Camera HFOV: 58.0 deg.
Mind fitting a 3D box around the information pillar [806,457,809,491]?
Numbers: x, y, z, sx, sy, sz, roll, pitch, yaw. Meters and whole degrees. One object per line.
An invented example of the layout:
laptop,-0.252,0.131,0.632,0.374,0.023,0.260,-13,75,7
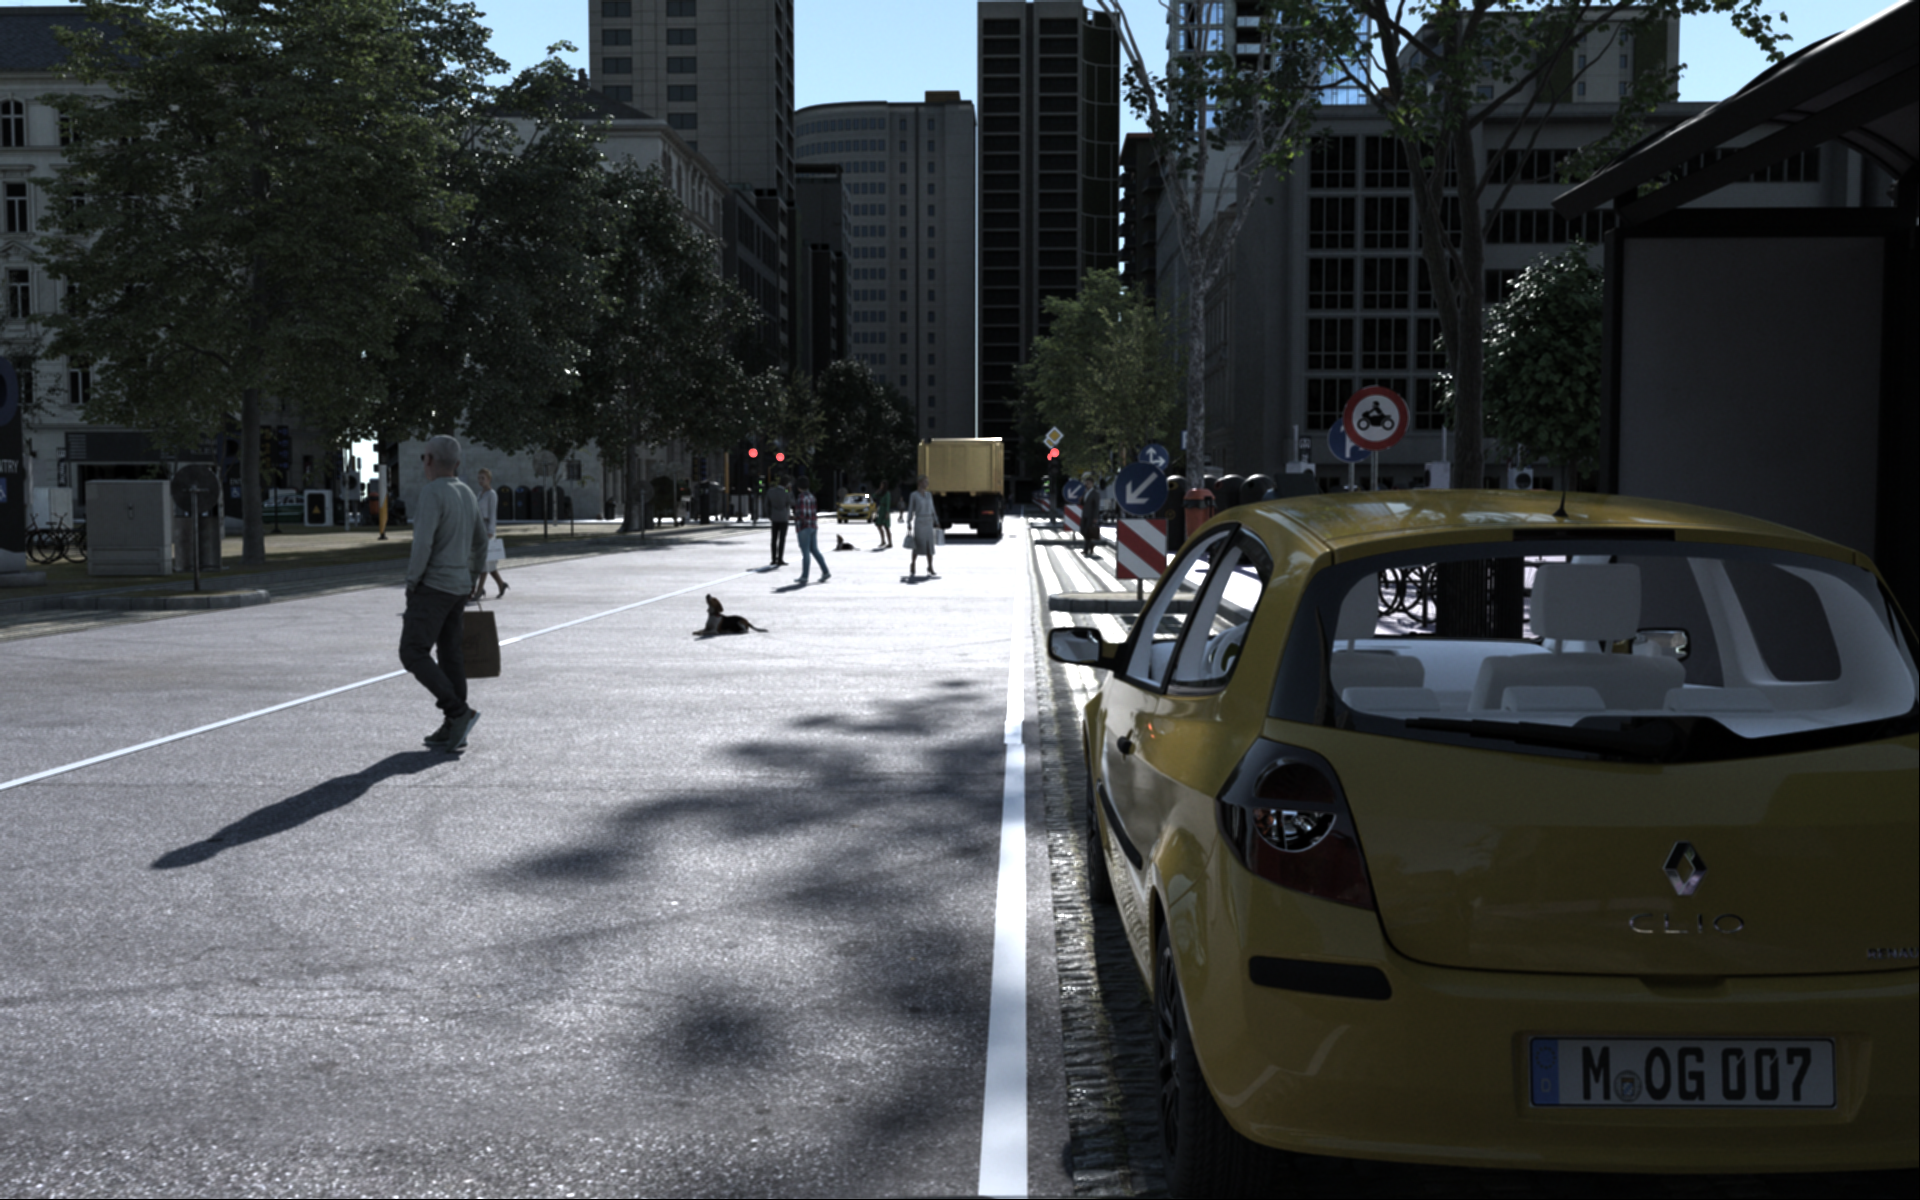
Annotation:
information pillar,-9.717,-7.268,110.193,0.183,3.616,0.504,0,4,5

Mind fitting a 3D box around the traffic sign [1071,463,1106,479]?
traffic sign,8.361,-7.262,112.602,2.265,3.308,0.079,0,4,8

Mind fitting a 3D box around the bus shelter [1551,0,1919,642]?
bus shelter,4.094,-0.777,6.633,2.014,3.302,5.546,0,4,2

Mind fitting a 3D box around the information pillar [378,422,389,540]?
information pillar,-16.246,-3.509,48.721,0.183,3.616,0.504,0,4,-1

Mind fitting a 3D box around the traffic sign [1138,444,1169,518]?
traffic sign,4.897,-2.675,43.839,0.768,2.556,0.104,0,4,7

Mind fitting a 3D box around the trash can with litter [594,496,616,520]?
trash can with litter,-17.444,-4.511,85.141,1.055,1.170,0.624,-1,4,-17

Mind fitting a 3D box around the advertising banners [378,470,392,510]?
advertising banners,-42.643,-8.115,128.867,0.090,3.025,2.074,1,4,16

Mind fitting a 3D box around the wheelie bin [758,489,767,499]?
wheelie bin,-12.752,-6.441,113.221,0.693,1.594,0.980,2,4,27

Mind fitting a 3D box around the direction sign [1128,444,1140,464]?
direction sign,7.899,-5.302,78.690,0.379,3.537,0.876,-2,4,-31

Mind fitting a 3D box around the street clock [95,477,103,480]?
street clock,-36.322,-4.192,73.107,0.358,2.002,0.471,-3,4,-37

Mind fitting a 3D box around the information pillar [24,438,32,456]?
information pillar,-38.856,-4.945,72.201,0.504,3.616,0.183,1,4,19

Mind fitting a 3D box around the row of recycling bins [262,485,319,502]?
row of recycling bins,-32.644,-4.667,83.421,3.534,1.692,1.069,-3,5,-41

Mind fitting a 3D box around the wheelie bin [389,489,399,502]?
wheelie bin,-34.645,-6.034,106.562,0.693,1.594,0.980,3,5,41

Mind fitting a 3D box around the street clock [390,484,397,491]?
street clock,-40.043,-7.211,122.466,0.471,2.002,0.358,-2,4,-25

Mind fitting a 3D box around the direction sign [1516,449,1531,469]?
direction sign,27.625,-5.684,84.924,0.876,3.537,0.379,-1,4,-20

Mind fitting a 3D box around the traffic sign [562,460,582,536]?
traffic sign,-11.717,-3.067,52.277,0.606,2.300,0.079,0,4,6

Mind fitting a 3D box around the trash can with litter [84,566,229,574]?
trash can with litter,-13.379,-1.089,28.867,2.233,1.210,1.678,-2,4,-28

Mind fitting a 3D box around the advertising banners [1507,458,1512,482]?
advertising banners,26.006,-5.179,80.859,0.090,3.025,2.074,-1,4,-10

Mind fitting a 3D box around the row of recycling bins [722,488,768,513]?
row of recycling bins,-14.835,-6.716,116.926,3.534,1.692,1.069,-2,4,-35

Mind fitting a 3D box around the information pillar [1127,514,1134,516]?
information pillar,7.121,-4.122,71.881,0.304,2.012,0.304,-1,4,-11

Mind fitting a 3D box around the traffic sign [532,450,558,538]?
traffic sign,-11.985,-3.054,50.037,0.768,2.556,0.104,0,4,8

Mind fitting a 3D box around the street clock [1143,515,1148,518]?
street clock,4.945,-2.563,46.475,0.358,2.002,0.471,0,4,6

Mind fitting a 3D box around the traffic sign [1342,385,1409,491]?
traffic sign,4.876,-1.241,20.392,0.768,2.556,0.104,0,4,6

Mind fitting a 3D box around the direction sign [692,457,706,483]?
direction sign,-16.090,-7.029,106.914,0.876,3.537,0.379,-1,4,-22

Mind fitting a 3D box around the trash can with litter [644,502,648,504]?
trash can with litter,-15.426,-4.488,84.766,0.624,1.170,1.055,-2,4,-27

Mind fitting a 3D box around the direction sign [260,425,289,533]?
direction sign,-22.592,-3.985,57.146,0.876,3.537,0.379,-1,4,-13

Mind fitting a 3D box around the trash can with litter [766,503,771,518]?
trash can with litter,-9.755,-4.893,91.389,1.055,1.170,0.624,1,4,23

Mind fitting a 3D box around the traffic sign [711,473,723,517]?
traffic sign,-11.937,-5.080,85.188,0.606,2.300,0.079,0,4,6

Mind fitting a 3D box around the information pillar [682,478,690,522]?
information pillar,-12.804,-4.675,80.927,0.304,2.012,0.304,-2,4,-24

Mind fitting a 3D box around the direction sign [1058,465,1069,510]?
direction sign,8.114,-8.806,135.975,0.876,3.537,0.379,-1,4,-20

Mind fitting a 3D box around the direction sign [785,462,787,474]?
direction sign,-12.270,-7.938,121.789,0.379,3.537,0.876,1,4,9

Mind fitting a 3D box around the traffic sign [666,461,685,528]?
traffic sign,-10.920,-4.052,66.359,0.768,2.556,0.104,1,4,11

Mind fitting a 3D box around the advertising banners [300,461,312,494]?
advertising banners,-35.369,-5.891,92.504,0.090,3.025,2.074,2,4,26

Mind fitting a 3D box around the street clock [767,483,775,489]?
street clock,-11.950,-6.409,109.363,0.471,2.002,0.358,-1,4,-15

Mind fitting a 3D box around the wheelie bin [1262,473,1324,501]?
wheelie bin,4.987,-1.110,26.060,0.980,1.594,0.693,-1,4,-13

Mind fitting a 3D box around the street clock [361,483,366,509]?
street clock,-37.697,-6.406,109.306,0.358,2.002,0.471,0,4,2

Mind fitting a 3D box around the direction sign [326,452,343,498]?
direction sign,-33.469,-6.159,92.701,0.876,3.537,0.379,0,4,2

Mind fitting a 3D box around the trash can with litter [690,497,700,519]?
trash can with litter,-13.589,-4.673,87.798,0.624,1.170,1.055,1,4,18

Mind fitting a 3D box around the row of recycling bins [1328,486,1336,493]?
row of recycling bins,18.641,-4.737,84.561,1.069,1.692,3.534,1,4,20

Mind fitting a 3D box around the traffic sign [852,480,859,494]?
traffic sign,-9.386,-9.394,153.697,0.768,2.556,0.104,0,4,4

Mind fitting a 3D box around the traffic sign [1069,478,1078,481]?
traffic sign,7.002,-6.395,106.689,0.606,2.300,0.079,0,4,2

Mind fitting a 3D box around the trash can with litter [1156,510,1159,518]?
trash can with litter,7.095,-3.198,63.347,1.678,1.210,2.233,1,4,22

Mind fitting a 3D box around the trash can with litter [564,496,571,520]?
trash can with litter,-19.673,-4.603,86.653,0.624,1.170,1.055,-1,4,-9

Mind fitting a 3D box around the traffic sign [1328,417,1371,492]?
traffic sign,6.308,-1.702,27.936,0.768,2.556,0.104,1,4,8

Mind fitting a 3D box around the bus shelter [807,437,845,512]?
bus shelter,-9.861,-9.050,125.597,2.179,5.291,8.768,0,4,2

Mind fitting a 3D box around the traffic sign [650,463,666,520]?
traffic sign,-12.199,-4.281,70.098,0.768,2.556,0.104,1,4,9

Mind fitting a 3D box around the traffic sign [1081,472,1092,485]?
traffic sign,7.237,-6.000,98.202,0.768,2.556,0.104,0,4,8

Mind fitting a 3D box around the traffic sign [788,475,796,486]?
traffic sign,-11.419,-7.109,116.338,0.768,2.556,0.104,0,4,8

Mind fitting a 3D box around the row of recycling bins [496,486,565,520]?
row of recycling bins,-21.043,-4.755,84.861,3.534,1.692,1.069,1,4,11
